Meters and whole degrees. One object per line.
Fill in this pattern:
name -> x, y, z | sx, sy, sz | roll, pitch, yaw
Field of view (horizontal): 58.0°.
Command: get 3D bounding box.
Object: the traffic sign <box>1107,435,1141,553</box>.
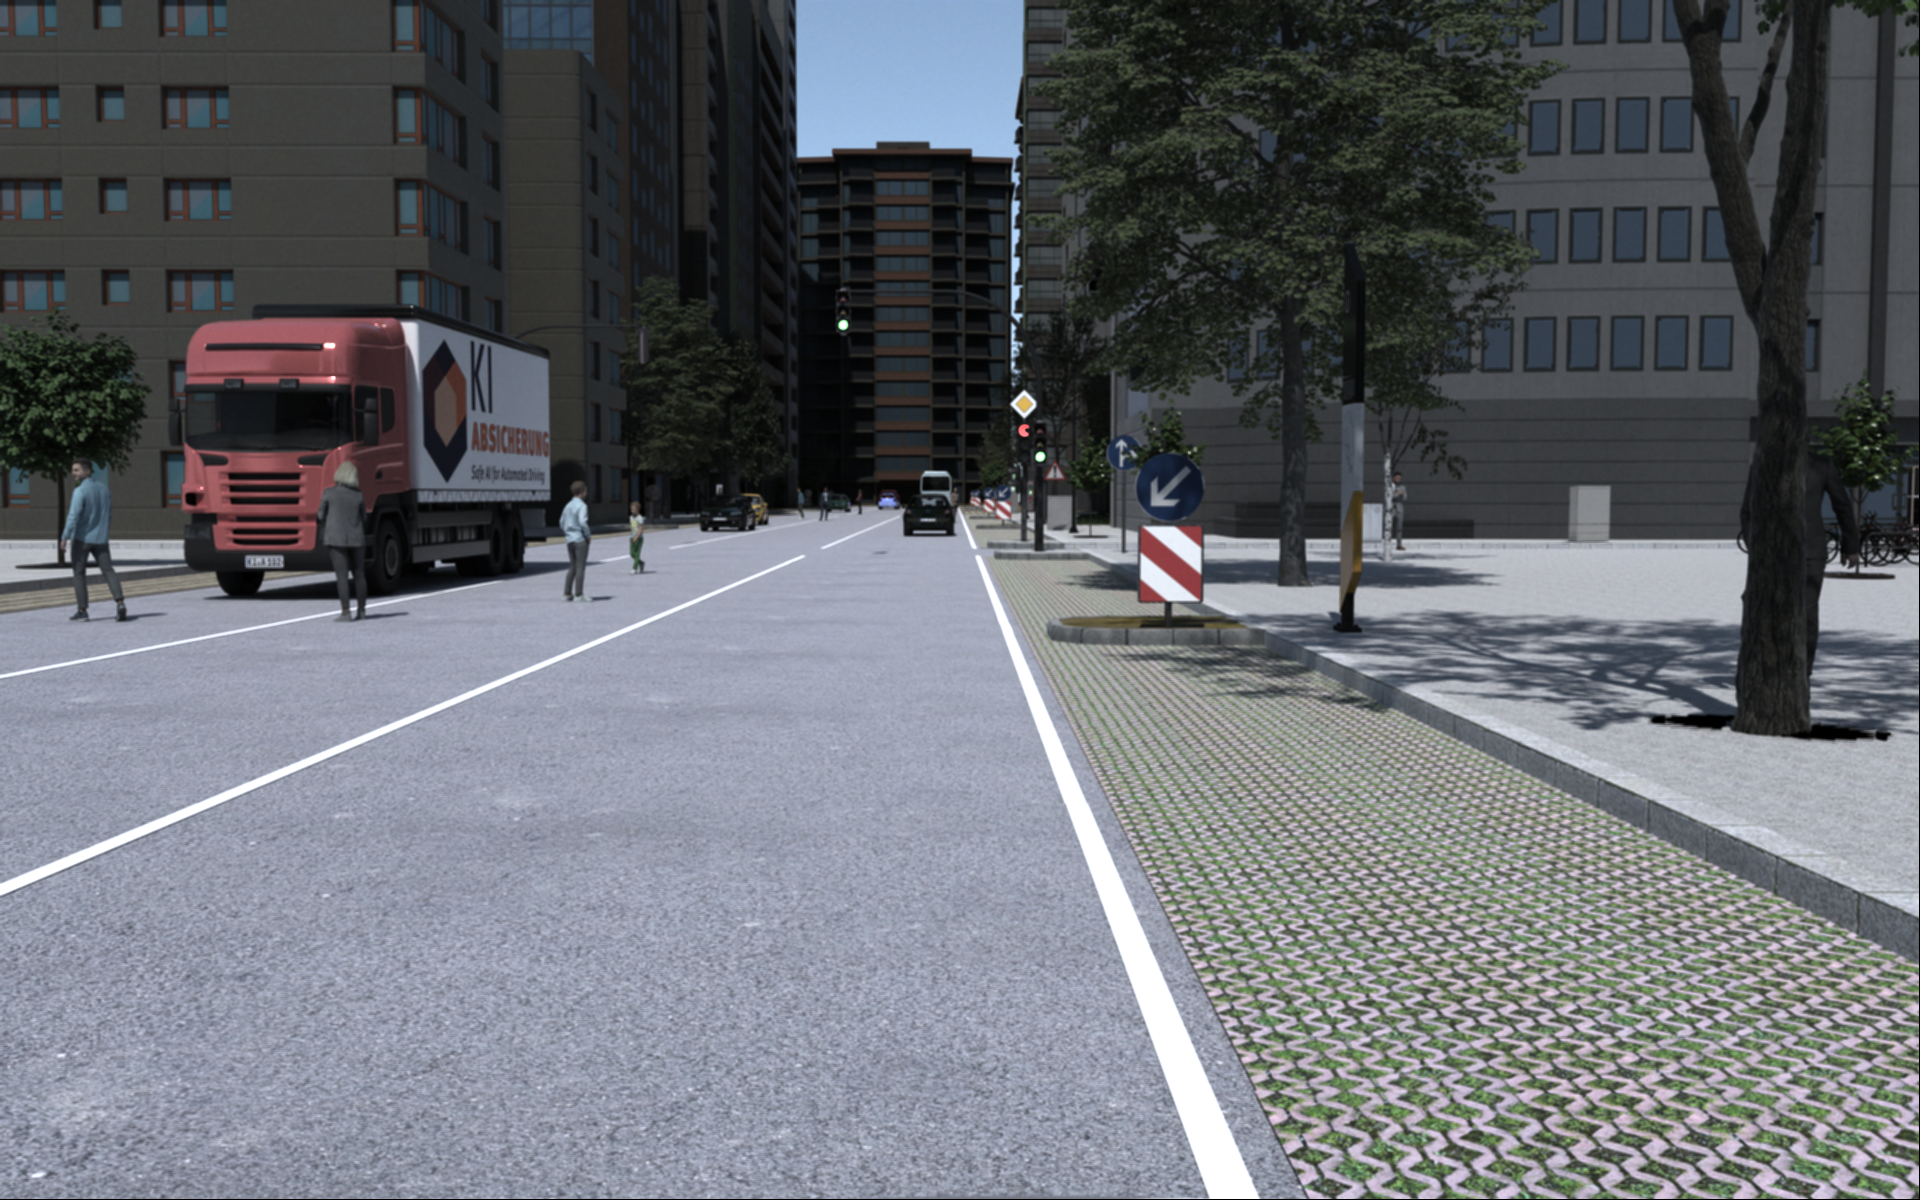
traffic sign -> 3.562, -2.294, 37.615 | 0.768, 2.556, 0.104 | 0, 4, 3

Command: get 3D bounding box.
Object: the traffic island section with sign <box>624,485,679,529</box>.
traffic island section with sign -> -12.662, -3.833, 71.302 | 1.989, 1.847, 2.006 | 0, 4, 0

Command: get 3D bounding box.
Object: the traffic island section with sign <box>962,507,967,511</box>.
traffic island section with sign -> 1.340, -8.555, 148.506 | 1.989, 1.847, 2.006 | 0, 4, 0

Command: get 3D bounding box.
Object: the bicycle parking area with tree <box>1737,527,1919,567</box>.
bicycle parking area with tree -> 19.577, -2.810, 32.946 | 9.016, 4.147, 8.231 | 2, 4, 28

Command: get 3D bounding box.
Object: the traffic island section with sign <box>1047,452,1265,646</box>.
traffic island section with sign -> 1.882, -0.525, 17.209 | 1.989, 1.847, 2.006 | 0, 4, 0

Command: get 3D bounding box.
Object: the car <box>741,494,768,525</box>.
car -> -9.911, -4.304, 80.588 | 2.015, 1.641, 3.980 | 0, 4, -1

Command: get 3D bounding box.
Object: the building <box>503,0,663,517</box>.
building -> -25.044, -27.624, 101.761 | 14.600, 45.320, 14.200 | 0, 4, 0

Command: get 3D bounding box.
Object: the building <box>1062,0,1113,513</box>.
building -> 19.980, -31.094, 97.622 | 28.713, 52.752, 27.495 | 0, 4, 0

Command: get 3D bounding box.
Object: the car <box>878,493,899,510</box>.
car -> -6.690, -9.329, 162.124 | 1.945, 1.707, 3.694 | 0, 4, 1

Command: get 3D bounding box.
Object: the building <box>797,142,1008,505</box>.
building -> -7.752, -34.468, 218.177 | 28.867, 44.769, 22.147 | 0, 4, 0

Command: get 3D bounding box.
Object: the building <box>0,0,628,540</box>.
building -> -28.575, -13.275, 62.090 | 27.650, 21.520, 28.899 | 0, 4, 0

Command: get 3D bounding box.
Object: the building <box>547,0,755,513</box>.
building -> -24.763, -30.162, 143.254 | 14.600, 45.320, 14.200 | 0, 4, 0

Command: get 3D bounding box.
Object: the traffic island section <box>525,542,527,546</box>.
traffic island section -> -12.892, -1.493, 46.698 | 2.009, 0.180, 2.903 | 0, 4, 0

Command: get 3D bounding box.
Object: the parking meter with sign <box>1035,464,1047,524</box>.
parking meter with sign -> 3.479, -4.718, 73.401 | 0.543, 3.016, 1.738 | 1, 4, 11

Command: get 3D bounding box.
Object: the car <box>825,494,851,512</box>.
car -> -9.799, -7.788, 139.139 | 2.131, 1.459, 4.920 | 0, 4, 0

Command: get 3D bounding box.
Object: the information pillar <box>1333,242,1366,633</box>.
information pillar -> 3.623, -1.507, 15.997 | 0.183, 3.616, 0.504 | 0, 4, -2

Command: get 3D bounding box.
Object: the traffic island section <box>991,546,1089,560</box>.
traffic island section -> 1.782, -1.008, 38.768 | 2.009, 0.180, 2.903 | 0, 4, 0

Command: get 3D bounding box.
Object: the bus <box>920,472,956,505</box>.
bus -> -1.921, -9.459, 149.511 | 2.948, 3.499, 13.247 | 0, 4, 1

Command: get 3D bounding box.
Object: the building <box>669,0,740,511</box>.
building -> -24.477, -27.258, 129.264 | 14.154, 41.232, 14.086 | 0, 4, 0

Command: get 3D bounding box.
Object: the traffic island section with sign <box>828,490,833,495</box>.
traffic island section with sign -> -13.090, -10.201, 175.413 | 1.989, 1.847, 2.006 | 0, 4, 0

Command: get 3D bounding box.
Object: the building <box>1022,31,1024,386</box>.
building -> 16.691, -32.519, 155.393 | 21.300, 48.544, 21.600 | 0, 4, 0

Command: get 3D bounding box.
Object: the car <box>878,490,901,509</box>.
car -> -6.850, -9.717, 167.548 | 2.281, 1.827, 5.304 | 0, 4, -1

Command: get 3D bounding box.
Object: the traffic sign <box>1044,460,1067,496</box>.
traffic sign -> 3.604, -4.014, 65.634 | 0.884, 2.594, 0.081 | 1, 4, 9

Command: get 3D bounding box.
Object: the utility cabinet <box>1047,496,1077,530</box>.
utility cabinet -> 3.606, -3.063, 61.235 | 1.020, 1.237, 0.306 | 2, 4, 26

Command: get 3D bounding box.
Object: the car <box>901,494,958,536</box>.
car -> -1.067, -3.101, 60.482 | 2.009, 1.686, 4.222 | 0, 4, 0

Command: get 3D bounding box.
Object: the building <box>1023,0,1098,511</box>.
building -> 11.989, -27.779, 137.787 | 14.154, 41.232, 14.086 | 0, 4, 0

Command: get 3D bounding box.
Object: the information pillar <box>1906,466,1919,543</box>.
information pillar -> 25.253, -2.527, 45.801 | 0.304, 2.012, 0.304 | 0, 4, 2

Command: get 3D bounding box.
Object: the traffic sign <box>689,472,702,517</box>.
traffic sign -> -15.042, -6.024, 98.591 | 0.768, 2.556, 0.104 | 0, 4, 7

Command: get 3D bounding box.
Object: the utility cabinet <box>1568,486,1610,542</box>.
utility cabinet -> 16.827, -2.302, 46.318 | 1.173, 1.500, 0.318 | -2, 4, -26

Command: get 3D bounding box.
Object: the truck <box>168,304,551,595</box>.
truck -> -9.200, -2.386, 27.927 | 2.839, 4.237, 11.283 | 0, 4, 1

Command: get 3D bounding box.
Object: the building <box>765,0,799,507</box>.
building -> -31.749, -39.297, 184.509 | 28.212, 58.520, 21.231 | 0, 4, 0

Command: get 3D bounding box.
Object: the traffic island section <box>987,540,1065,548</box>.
traffic island section -> 1.749, -1.497, 46.753 | 2.009, 0.180, 2.903 | 0, 4, 0

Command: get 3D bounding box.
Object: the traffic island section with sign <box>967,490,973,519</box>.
traffic island section with sign -> 1.538, -5.557, 99.487 | 1.989, 1.847, 2.006 | 0, 4, 0

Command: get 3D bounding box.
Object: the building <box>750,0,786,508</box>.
building -> -28.013, -32.869, 161.109 | 21.300, 48.544, 21.600 | 0, 4, 0

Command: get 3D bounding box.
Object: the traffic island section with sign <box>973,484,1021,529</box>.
traffic island section with sign -> 1.658, -3.836, 71.351 | 1.989, 1.847, 2.006 | 0, 4, 0

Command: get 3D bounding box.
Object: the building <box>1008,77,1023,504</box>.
building -> 16.889, -32.187, 180.885 | 22.147, 44.769, 28.867 | 0, 4, 0

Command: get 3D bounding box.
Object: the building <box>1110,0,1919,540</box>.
building -> 19.984, -31.514, 57.257 | 28.212, 58.520, 21.231 | 0, 4, 0

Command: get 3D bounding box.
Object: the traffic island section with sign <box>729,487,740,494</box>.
traffic island section with sign -> -12.777, -5.482, 98.257 | 1.989, 1.847, 2.006 | 0, 4, 0

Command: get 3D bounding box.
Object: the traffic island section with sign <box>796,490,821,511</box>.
traffic island section with sign -> -12.982, -8.552, 148.458 | 1.989, 1.847, 2.006 | 0, 4, 0

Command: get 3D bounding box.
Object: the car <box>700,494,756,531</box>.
car -> -9.086, -3.551, 67.850 | 2.009, 1.686, 4.222 | 0, 4, 1
